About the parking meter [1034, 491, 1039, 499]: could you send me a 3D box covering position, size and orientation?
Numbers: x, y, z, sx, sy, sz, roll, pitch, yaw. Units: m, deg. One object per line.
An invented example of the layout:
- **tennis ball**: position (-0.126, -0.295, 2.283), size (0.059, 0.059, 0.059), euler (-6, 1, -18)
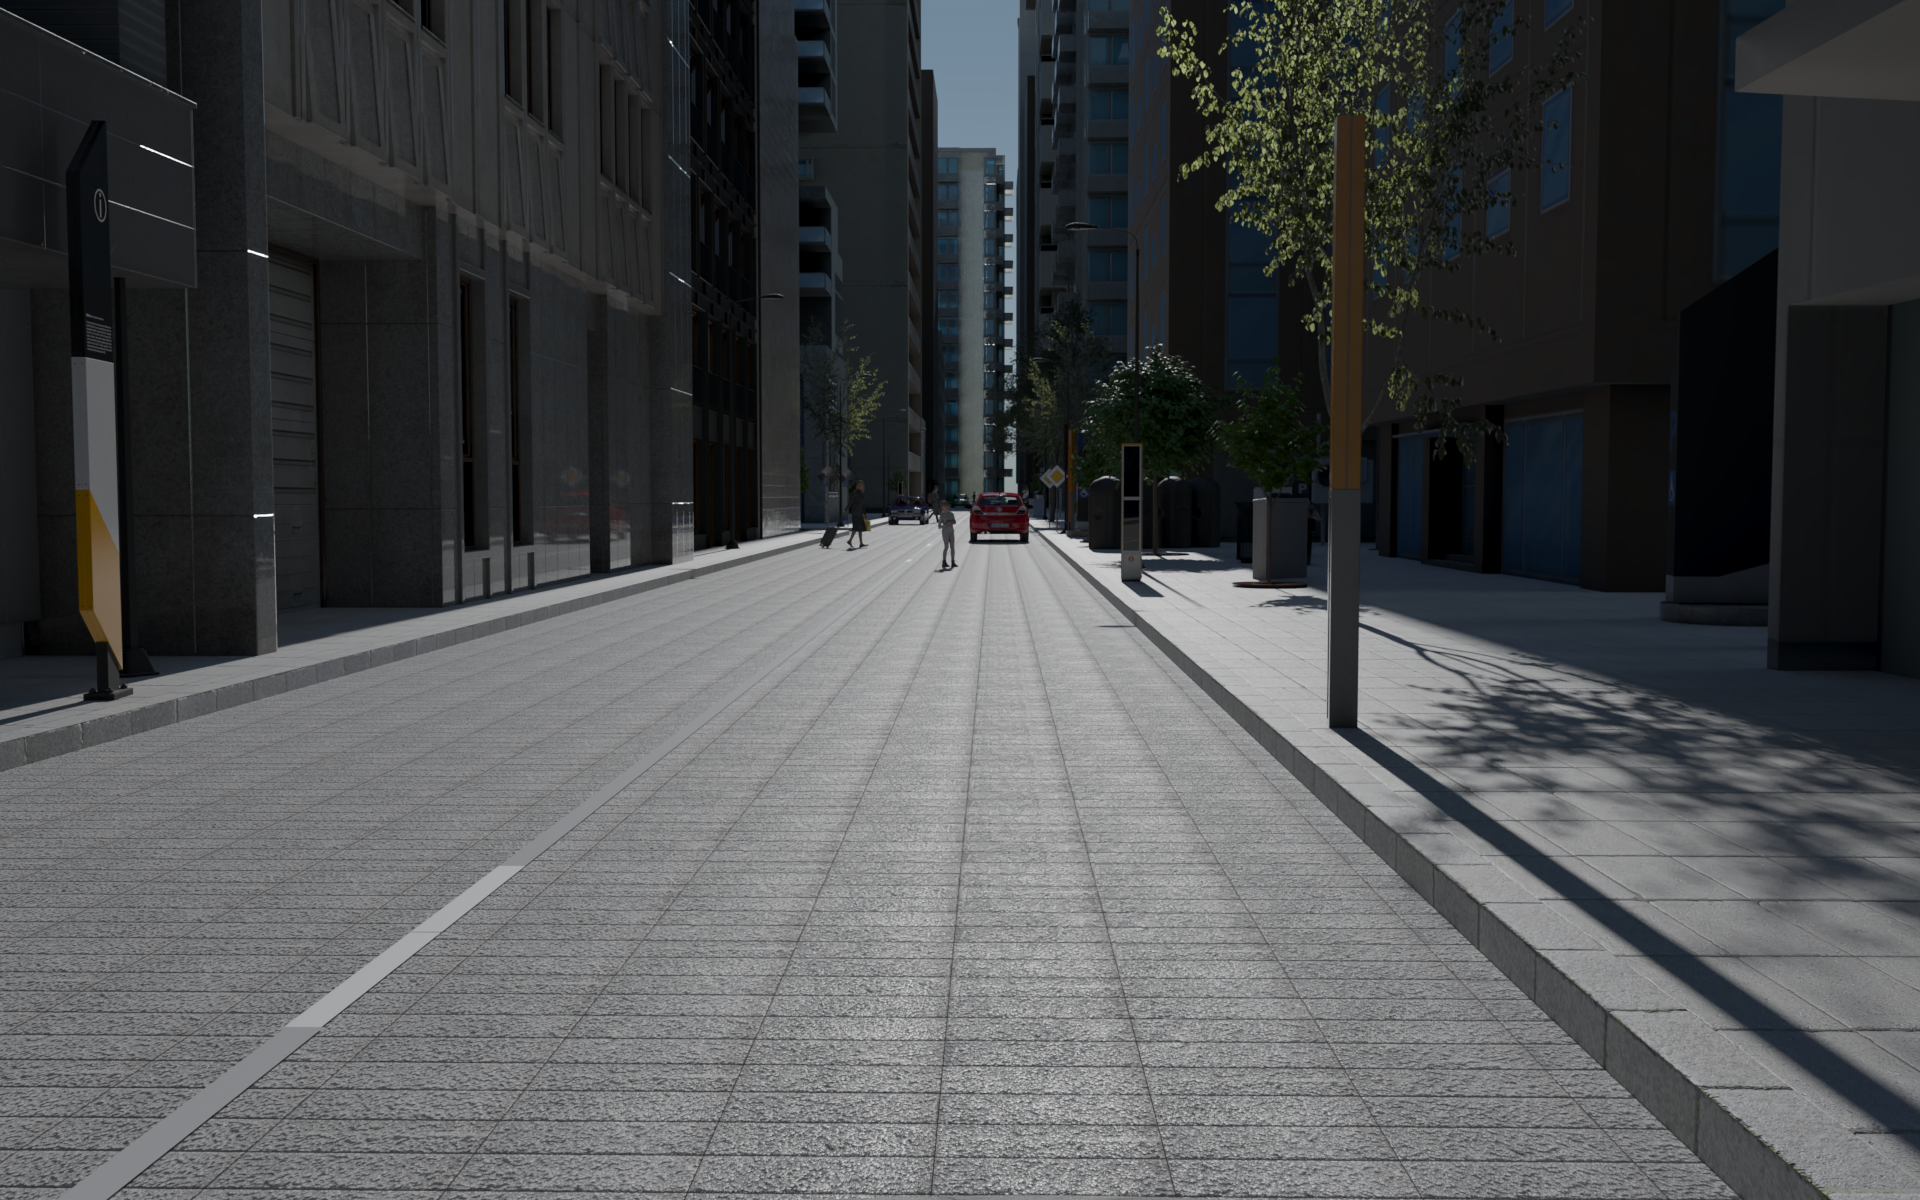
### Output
- **parking meter**: position (5.917, -7.655, 133.568), size (0.372, 1.533, 0.369), euler (0, 3, 0)

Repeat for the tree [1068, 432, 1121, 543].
- **tree**: position (3.623, -3.128, 45.750), size (1.663, 3.219, 1.824), euler (0, 3, 0)

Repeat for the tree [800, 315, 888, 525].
- **tree**: position (-5.346, -7.449, 72.151), size (4.360, 8.622, 3.978), euler (0, 3, 0)

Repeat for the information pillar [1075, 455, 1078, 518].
- **information pillar**: position (6.381, -6.145, 91.827), size (0.504, 3.616, 0.183), euler (0, 4, -7)

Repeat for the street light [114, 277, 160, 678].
- **street light**: position (-5.319, -2.416, 12.045), size (1.470, 5.913, 1.316), euler (0, 4, 1)

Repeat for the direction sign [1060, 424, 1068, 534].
- **direction sign**: position (3.418, -3.917, 56.040), size (0.379, 3.537, 0.876), euler (1, 4, 11)

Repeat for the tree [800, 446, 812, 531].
- **tree**: position (-5.709, -4.051, 60.828), size (1.663, 3.219, 1.824), euler (0, 3, 0)

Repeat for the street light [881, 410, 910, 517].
- **street light**: position (-3.658, -7.524, 95.564), size (1.470, 5.913, 1.316), euler (0, 4, 1)

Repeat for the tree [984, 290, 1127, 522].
- **tree**: position (4.511, -8.847, 79.063), size (7.601, 10.594, 8.767), euler (1, 4, 22)

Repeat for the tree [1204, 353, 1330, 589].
- **tree**: position (4.411, -1.788, 23.835), size (1.663, 3.219, 1.824), euler (0, 3, 0)

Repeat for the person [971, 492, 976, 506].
- **person**: position (1.610, -12.084, 206.904), size (0.721, 1.723, 1.217), euler (2, 4, 28)

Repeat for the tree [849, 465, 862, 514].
- **tree**: position (-7.196, -7.229, 112.802), size (1.663, 3.219, 1.824), euler (0, 3, 0)

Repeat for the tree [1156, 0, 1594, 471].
- **tree**: position (3.948, -4.108, 17.521), size (4.360, 8.622, 3.978), euler (0, 3, 0)

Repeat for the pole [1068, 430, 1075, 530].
- **pole**: position (3.539, -3.741, 55.007), size (0.158, 3.312, 0.155), euler (0, 3, 0)

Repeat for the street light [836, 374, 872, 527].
- **street light**: position (-4.108, -5.799, 67.355), size (1.470, 5.913, 1.316), euler (0, 4, 1)

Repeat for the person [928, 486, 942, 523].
- **person**: position (-1.287, -4.798, 86.912), size (0.822, 1.834, 0.622), euler (0, 4, -2)

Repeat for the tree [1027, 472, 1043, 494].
- **tree**: position (6.534, -9.262, 146.035), size (1.663, 3.219, 1.824), euler (0, 3, 0)

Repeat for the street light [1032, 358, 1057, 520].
- **street light**: position (3.152, -5.303, 59.249), size (1.470, 5.913, 1.316), euler (0, 4, 1)

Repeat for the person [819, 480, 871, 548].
- **person**: position (-3.061, -2.310, 46.479), size (1.509, 1.804, 0.699), euler (-2, 4, -26)

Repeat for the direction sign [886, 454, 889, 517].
- **direction sign**: position (-4.066, -6.533, 98.819), size (0.379, 3.537, 0.876), euler (0, 4, -1)

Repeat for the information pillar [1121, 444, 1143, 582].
- **information pillar**: position (2.518, -1.277, 25.369), size (0.304, 2.012, 0.304), euler (1, 4, 8)

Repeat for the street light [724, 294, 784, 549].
- **street light**: position (-4.790, -4.148, 40.364), size (1.470, 5.913, 1.316), euler (0, 4, 1)

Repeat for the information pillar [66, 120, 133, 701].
- **information pillar**: position (-5.354, -1.185, 10.722), size (0.183, 3.616, 0.504), euler (0, 4, -7)

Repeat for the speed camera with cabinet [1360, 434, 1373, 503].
- **speed camera with cabinet**: position (10.837, -3.042, 44.073), size (2.038, 3.252, 0.660), euler (0, 4, 6)

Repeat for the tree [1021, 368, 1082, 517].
- **tree**: position (5.431, -8.998, 97.486), size (4.737, 8.622, 4.395), euler (0, 3, 0)

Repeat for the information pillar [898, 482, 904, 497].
- **information pillar**: position (-3.529, -6.063, 103.621), size (0.304, 2.012, 0.304), euler (1, 4, 16)

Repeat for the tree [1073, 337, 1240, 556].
- **tree**: position (4.058, -3.226, 36.462), size (4.285, 4.588, 4.351), euler (0, 3, 0)

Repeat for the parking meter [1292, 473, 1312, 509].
- **parking meter**: position (7.013, -1.826, 35.567), size (0.399, 1.863, 0.255), euler (1, 4, 10)

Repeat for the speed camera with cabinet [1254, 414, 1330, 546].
- **speed camera with cabinet**: position (8.224, -2.936, 42.334), size (2.038, 3.252, 0.660), euler (-1, 4, -16)

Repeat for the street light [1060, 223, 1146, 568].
- **street light**: position (2.499, -3.502, 29.804), size (1.470, 5.913, 1.316), euler (0, 4, 1)

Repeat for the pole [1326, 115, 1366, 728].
- **pole**: position (2.110, -0.956, 9.472), size (0.158, 3.312, 0.155), euler (0, 3, 0)

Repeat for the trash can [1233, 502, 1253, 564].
- **trash can**: position (5.441, -1.254, 32.152), size (0.748, 1.137, 0.748), euler (0, 3, 0)

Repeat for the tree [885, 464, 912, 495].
- **tree**: position (-4.080, -7.196, 112.249), size (1.663, 3.219, 1.824), euler (0, 3, 0)

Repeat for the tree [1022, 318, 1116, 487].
- **tree**: position (4.801, -7.423, 71.728), size (4.360, 8.622, 3.978), euler (0, 3, 0)

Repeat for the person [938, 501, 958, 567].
- **person**: position (-0.214, -1.300, 34.039), size (0.394, 1.301, 0.425), euler (3, 5, 41)

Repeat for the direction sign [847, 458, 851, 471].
- **direction sign**: position (-7.161, -7.172, 109.256), size (0.379, 3.537, 0.876), euler (2, 4, 33)
